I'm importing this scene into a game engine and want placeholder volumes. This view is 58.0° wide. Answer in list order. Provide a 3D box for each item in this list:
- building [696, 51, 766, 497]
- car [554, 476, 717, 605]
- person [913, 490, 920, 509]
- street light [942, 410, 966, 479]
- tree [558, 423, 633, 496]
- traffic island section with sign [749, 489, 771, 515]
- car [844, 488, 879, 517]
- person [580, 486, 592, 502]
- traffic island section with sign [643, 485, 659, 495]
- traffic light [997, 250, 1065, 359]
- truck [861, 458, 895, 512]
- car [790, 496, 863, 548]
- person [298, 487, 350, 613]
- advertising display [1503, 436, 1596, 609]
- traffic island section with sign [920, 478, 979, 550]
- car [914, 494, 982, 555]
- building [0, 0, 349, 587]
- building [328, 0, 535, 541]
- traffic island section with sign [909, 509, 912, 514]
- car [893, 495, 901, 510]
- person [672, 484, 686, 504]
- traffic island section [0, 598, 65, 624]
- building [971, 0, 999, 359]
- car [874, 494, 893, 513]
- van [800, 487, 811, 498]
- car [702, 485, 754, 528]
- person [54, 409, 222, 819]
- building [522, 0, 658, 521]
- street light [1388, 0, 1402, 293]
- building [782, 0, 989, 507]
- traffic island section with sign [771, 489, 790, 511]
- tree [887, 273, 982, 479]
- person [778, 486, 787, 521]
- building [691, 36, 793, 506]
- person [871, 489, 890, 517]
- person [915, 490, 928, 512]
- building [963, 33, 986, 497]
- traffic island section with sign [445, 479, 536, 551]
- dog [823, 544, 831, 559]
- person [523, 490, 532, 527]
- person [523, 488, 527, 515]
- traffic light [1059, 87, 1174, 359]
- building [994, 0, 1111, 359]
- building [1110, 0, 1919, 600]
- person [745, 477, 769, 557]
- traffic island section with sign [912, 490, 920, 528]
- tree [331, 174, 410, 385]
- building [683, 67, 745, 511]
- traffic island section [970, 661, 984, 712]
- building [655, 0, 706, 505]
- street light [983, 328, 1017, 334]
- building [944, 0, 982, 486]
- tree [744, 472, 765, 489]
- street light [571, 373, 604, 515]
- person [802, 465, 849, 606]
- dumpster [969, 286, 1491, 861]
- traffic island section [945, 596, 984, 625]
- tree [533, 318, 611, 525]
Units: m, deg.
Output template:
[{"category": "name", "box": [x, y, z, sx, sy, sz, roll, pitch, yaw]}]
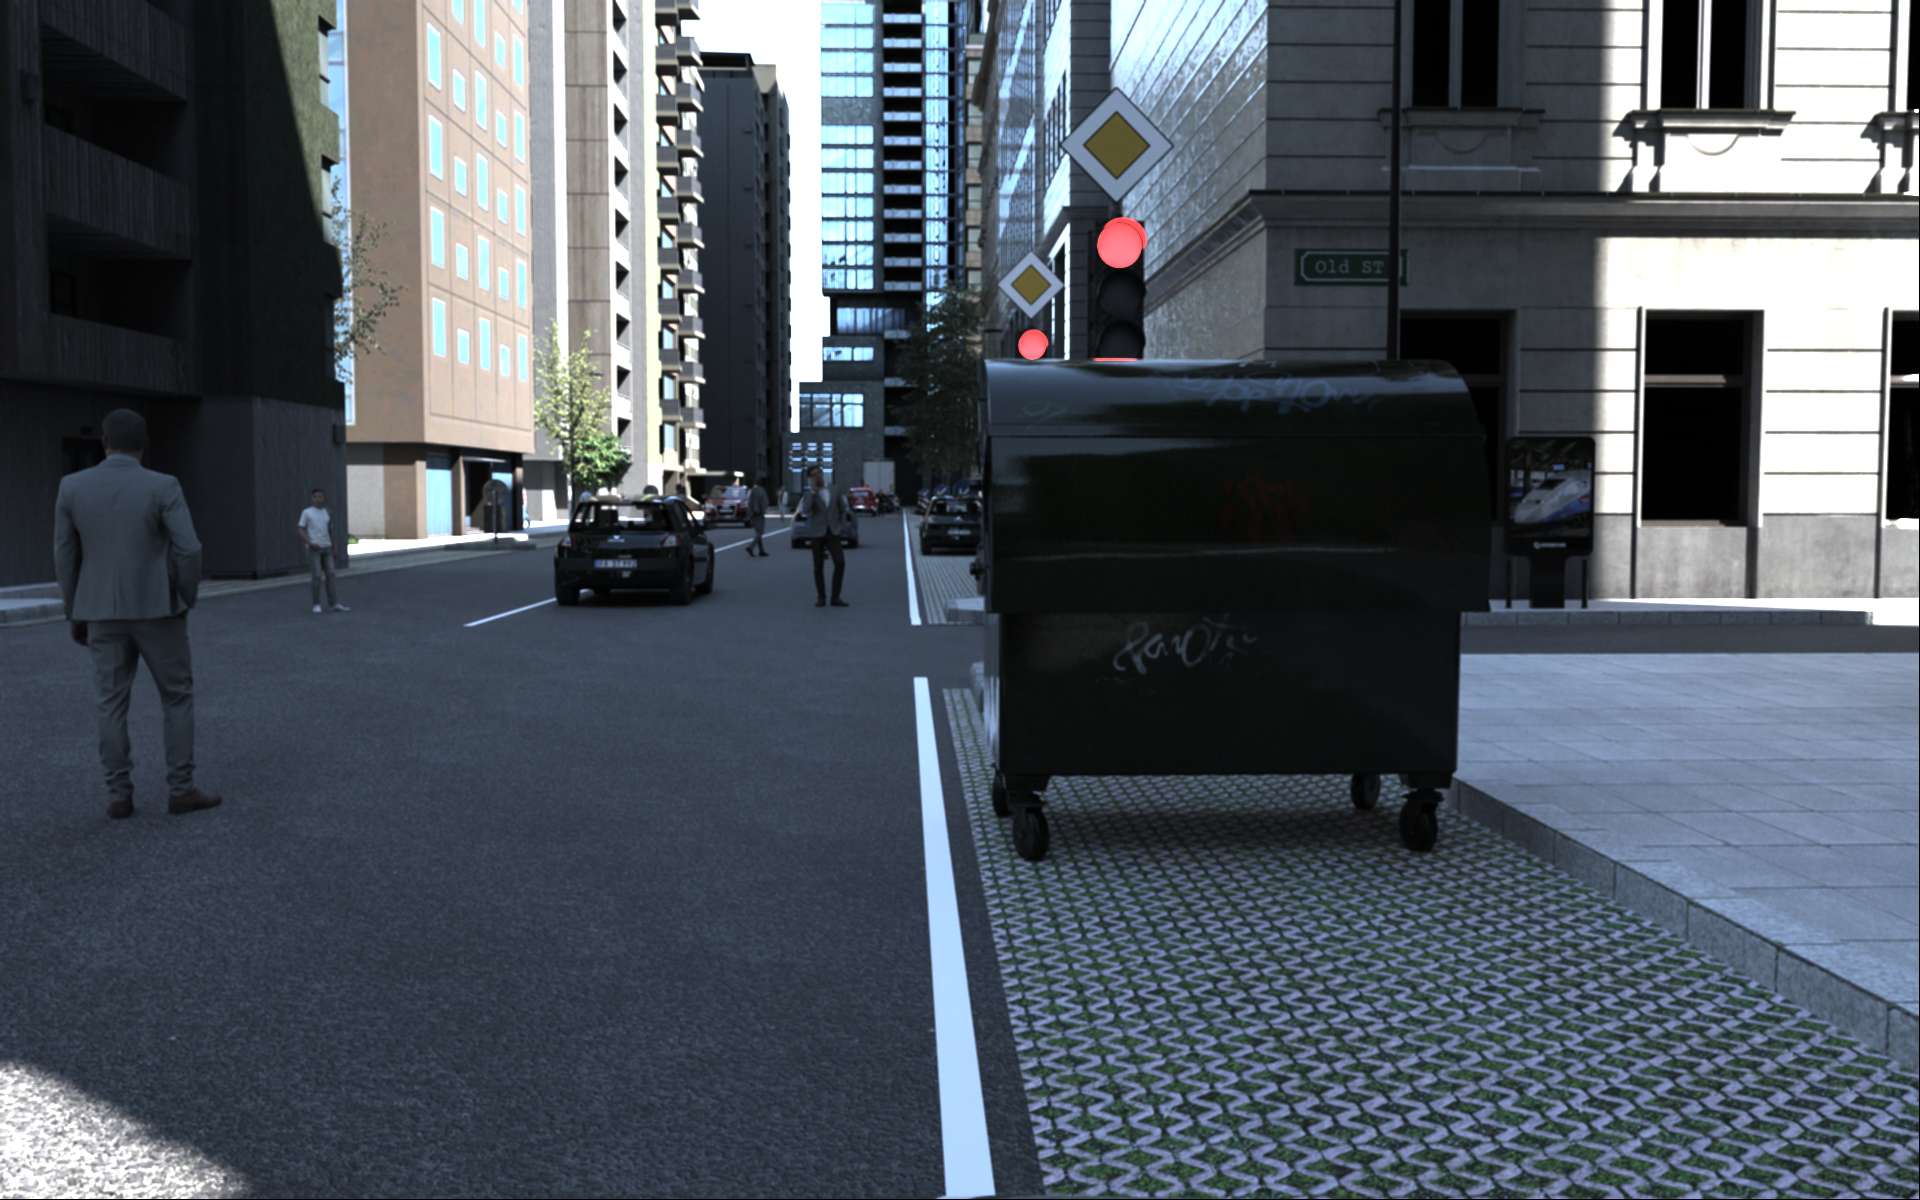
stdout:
[{"category": "building", "box": [-25.583, -29.325, 163.055, 14.086, 41.232, 14.154, 0, 4, -2]}, {"category": "car", "box": [-4.393, -0.854, 23.743, 2.009, 1.686, 4.222, 0, 4, -2]}, {"category": "person", "box": [-4.064, -9.828, 168.814, 0.705, 1.869, 1.348, 2, 4, 35]}, {"category": "street light", "box": [-0.273, -7.507, 95.278, 1.470, 5.913, 1.316, 0, 4, -2]}, {"category": "tree", "box": [-16.494, -5.782, 78.250, 4.285, 4.588, 4.351, 0, 3, 0]}, {"category": "traffic island section with sign", "box": [-14.543, -6.907, 121.553, 1.989, 1.847, 2.006, 0, 4, -2]}, {"category": "car", "box": [-6.371, -6.308, 111.809, 2.281, 1.827, 5.304, 0, 4, -2]}, {"category": "person", "box": [-15.100, -3.809, 70.129, 0.589, 1.601, 0.330, 1, 4, 11]}, {"category": "traffic island section with sign", "box": [-12.922, -3.904, 72.452, 1.989, 1.847, 2.006, 0, 4, -2]}, {"category": "traffic light", "box": [0.799, -1.909, 20.126, 0.839, 4.253, 0.868, 0, 4, -2]}, {"category": "truck", "box": [-6.646, -9.339, 141.610, 2.839, 4.237, 11.283, 0, 4, -3]}, {"category": "car", "box": [-3.657, -2.150, 47.156, 2.014, 1.417, 4.499, 0, 4, -3]}, {"category": "person", "box": [-7.720, -0.604, 20.971, 0.523, 1.515, 0.503, 0, 4, 7]}, {"category": "advertising display", "box": [6.589, -0.867, 19.391, 0.974, 1.923, 0.123, 0, 4, 0]}, {"category": "traffic island section with sign", "box": [0.029, -2.214, 44.826, 1.989, 1.847, 2.006, 0, 4, -2]}, {"category": "car", "box": [-0.094, -1.948, 41.637, 2.009, 1.686, 4.222, 0, 4, -2]}, {"category": "building", "box": [-18.585, -15.518, 25.413, 14.160, 30.474, 14.107, 0, 4, -2]}, {"category": "building", "box": [-21.751, -24.638, 52.937, 14.600, 45.320, 14.200, 0, 4, -2]}, {"category": "traffic island section with sign", "box": [-2.545, -6.978, 122.721, 1.989, 1.847, 2.006, 0, 4, -2]}, {"category": "car", "box": [-6.394, -8.835, 156.817, 2.083, 1.381, 4.827, 0, 4, -3]}, {"category": "person", "box": [-8.124, -2.509, 50.277, 0.466, 1.731, 0.760, -3, 5, -44]}, {"category": "traffic island section", "box": [-11.495, 0.149, 19.839, 2.009, 0.180, 2.903, 0, 4, -2]}, {"category": "building", "box": [7.199, -17.419, 82.067, 12.463, 27.353, 25.104, 0, 4, -2]}, {"category": "car", "box": [-6.129, -7.314, 131.388, 2.131, 1.459, 4.920, 0, 4, -1]}, {"category": "van", "box": [-12.647, -8.912, 150.088, 2.240, 2.365, 5.245, 0, 4, -1]}, {"category": "car", "box": [-9.879, -4.024, 74.472, 2.281, 1.827, 5.304, 0, 4, -4]}, {"category": "person", "box": [-3.686, 0.053, 7.735, 0.635, 1.810, 0.391, -1, 4, -15]}, {"category": "building", "box": [-23.010, -24.624, 86.198, 14.154, 41.232, 14.086, 0, 4, -2]}, {"category": "street light", "box": [2.502, -2.421, 12.119, 1.470, 5.913, 1.316, 0, 4, -2]}, {"category": "building", "box": [-3.209, -53.519, 187.702, 31.000, 86.520, 22.319, 0, 4, -2]}, {"category": "traffic island section with sign", "box": [-15.428, -8.555, 148.494, 1.989, 1.847, 2.006, 0, 4, -2]}, {"category": "tree", "box": [0.614, -11.894, 101.115, 9.857, 13.997, 8.962, 0, 3, 0]}, {"category": "person", "box": [-9.378, -5.099, 91.742, 0.514, 1.842, 0.818, 0, 4, 1]}, {"category": "building", "box": [-29.481, -34.489, 187.602, 21.600, 48.544, 21.300, 0, 4, -2]}, {"category": "person", "box": [-4.984, -6.076, 108.662, 1.217, 1.723, 0.721, 1, 4, 13]}, {"category": "person", "box": [-3.006, -7.933, 138.881, 1.217, 1.739, 0.721, 1, 4, 11]}, {"category": "building", "box": [7.166, -20.860, 112.761, 14.160, 30.474, 14.107, 0, 4, -2]}, {"category": "traffic island section with sign", "box": [-11.986, -2.190, 44.439, 1.989, 1.847, 2.006, 0, 4, -2]}, {"category": "dog", "box": [-3.070, -1.098, 38.148, 0.550, 0.427, 0.748, 3, 4, 37]}, {"category": "person", "box": [-16.738, -3.637, 66.339, 0.643, 1.720, 0.563, -1, 4, -16]}, {"category": "person", "box": [-17.533, -3.856, 69.047, 0.622, 1.834, 0.822, 1, 4, 20]}, {"category": "traffic light", "box": [1.063, -1.420, 12.145, 0.839, 4.253, 0.868, 0, 4, -2]}, {"category": "building", "box": [7.423, -16.947, 54.582, 11.434, 29.767, 29.804, 0, 4, -2]}, {"category": "building", "box": [24.792, -15.421, 28.544, 44.131, 29.872, 17.030, 0, 4, -2]}, {"category": "person", "box": [-4.629, -1.904, 39.736, 0.679, 1.850, 0.850, 3, 4, 36]}, {"category": "traffic island section with sign", "box": [-0.888, -3.910, 72.558, 1.989, 1.847, 2.006, 0, 4, -2]}, {"category": "tree", "box": [-14.730, -5.433, 39.194, 4.360, 8.622, 3.978, 0, 3, 0]}, {"category": "building", "box": [-33.528, -27.109, 135.109, 32.217, 40.220, 23.993, 0, 4, -2]}, {"category": "traffic island section", "box": [1.104, 0.613, 12.260, 2.009, 0.180, 2.903, 0, 4, -2]}, {"category": "building", "box": [-27.987, -27.744, 108.236, 22.147, 44.769, 28.867, 0, 4, -2]}, {"category": "street light", "box": [1.340, -4.658, 48.692, 1.470, 5.913, 1.316, 0, 4, -2]}, {"category": "building", "box": [9.004, -44.136, 159.875, 20.563, 71.187, 20.611, 0, 4, -2]}, {"category": "tree", "box": [-18.429, -9.840, 155.477, 1.663, 3.219, 1.824, 0, 3, 0]}, {"category": "street light", "box": [-14.321, -5.741, 66.405, 1.470, 5.913, 1.316, 0, 4, -2]}, {"category": "person", "box": [-1.716, -0.824, 22.155, 0.592, 1.802, 0.473, 0, 4, 0]}, {"category": "dumpster", "box": [1.029, -0.139, 7.228, 1.985, 2.255, 1.502, 0, 4, -2]}, {"category": "traffic island section", "box": [0.840, 0.125, 20.241, 2.009, 0.180, 2.903, 0, 4, -2]}, {"category": "tree", "box": [-16.295, -7.442, 72.036, 4.737, 8.622, 4.395, 0, 3, 0]}]
